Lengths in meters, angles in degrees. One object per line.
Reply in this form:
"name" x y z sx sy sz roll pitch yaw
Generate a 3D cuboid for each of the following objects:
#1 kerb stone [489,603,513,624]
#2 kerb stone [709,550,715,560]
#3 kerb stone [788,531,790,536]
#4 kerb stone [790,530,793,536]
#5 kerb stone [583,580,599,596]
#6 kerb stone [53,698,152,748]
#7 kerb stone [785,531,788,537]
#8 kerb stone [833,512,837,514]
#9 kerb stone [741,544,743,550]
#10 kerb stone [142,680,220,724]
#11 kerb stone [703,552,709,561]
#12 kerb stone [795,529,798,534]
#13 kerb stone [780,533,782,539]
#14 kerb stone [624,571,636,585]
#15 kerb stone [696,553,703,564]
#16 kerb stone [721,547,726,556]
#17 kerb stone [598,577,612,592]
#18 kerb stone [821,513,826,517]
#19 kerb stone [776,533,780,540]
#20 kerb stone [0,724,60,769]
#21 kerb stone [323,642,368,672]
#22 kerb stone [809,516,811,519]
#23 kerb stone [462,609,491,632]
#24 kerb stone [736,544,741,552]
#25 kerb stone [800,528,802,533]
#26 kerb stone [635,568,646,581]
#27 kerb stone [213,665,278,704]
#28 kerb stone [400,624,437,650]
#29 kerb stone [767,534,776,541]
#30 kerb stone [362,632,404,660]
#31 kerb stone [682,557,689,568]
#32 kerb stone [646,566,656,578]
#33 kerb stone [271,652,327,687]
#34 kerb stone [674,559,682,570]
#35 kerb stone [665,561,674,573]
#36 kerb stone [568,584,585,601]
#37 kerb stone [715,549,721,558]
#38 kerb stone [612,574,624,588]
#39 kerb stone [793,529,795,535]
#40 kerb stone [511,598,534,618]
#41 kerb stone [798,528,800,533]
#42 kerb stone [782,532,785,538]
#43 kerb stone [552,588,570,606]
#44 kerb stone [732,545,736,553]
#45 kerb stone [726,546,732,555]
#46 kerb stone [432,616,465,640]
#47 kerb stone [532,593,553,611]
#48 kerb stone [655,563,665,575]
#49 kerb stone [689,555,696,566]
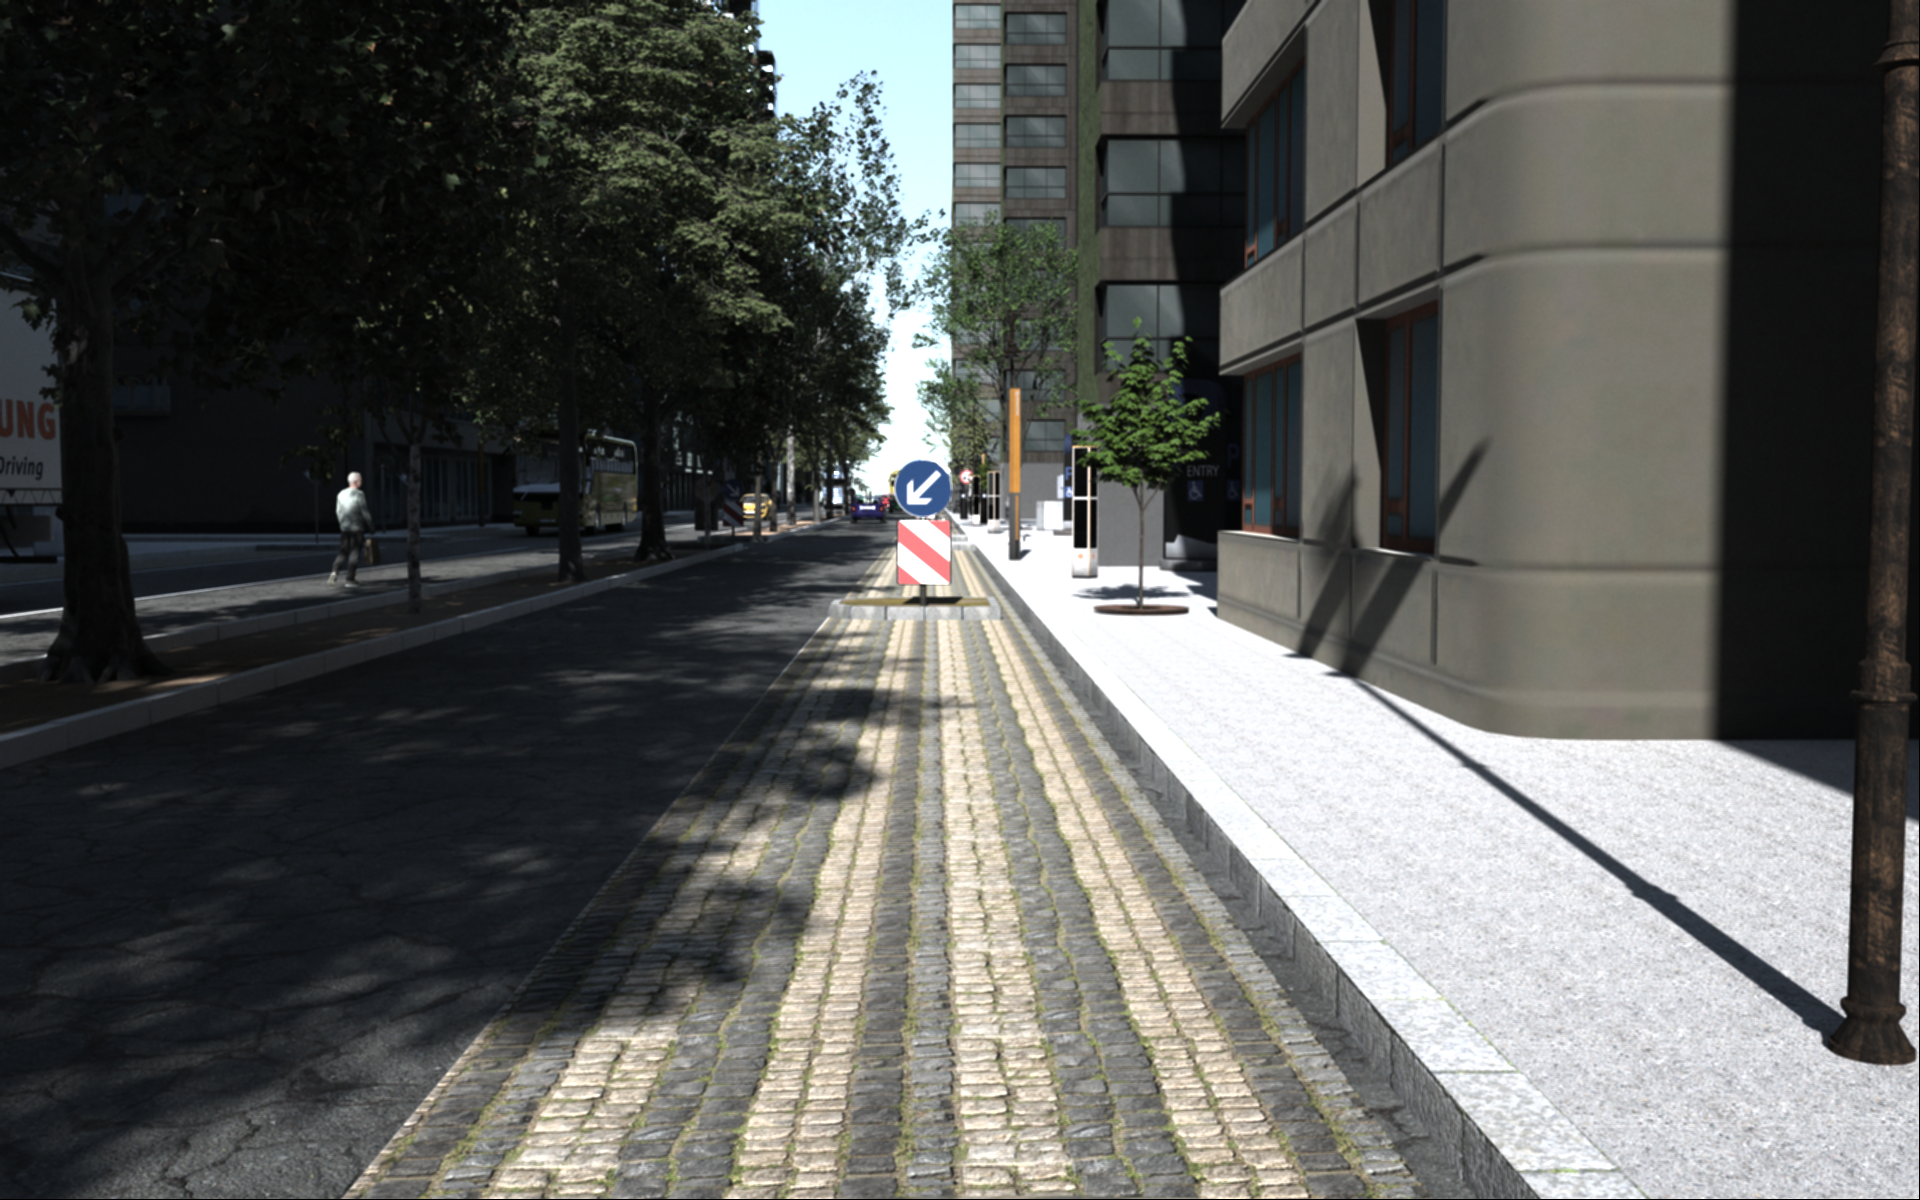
"kerb stone" -5.234 0.170 19.475 0.120 0.150 1.000 0 4 -1
"kerb stone" -5.532 -0.961 37.916 0.120 0.150 1.000 0 4 -1
"kerb stone" -5.864 -2.187 57.952 0.120 0.150 1.000 0 4 -1
"kerb stone" -5.876 -2.243 58.977 0.120 0.150 1.000 0 4 -1
"kerb stone" -5.313 -0.147 24.595 0.120 0.150 1.000 0 4 -1
"kerb stone" -5.083 0.731 10.242 0.120 0.150 1.000 0 4 -1
"kerb stone" -5.853 -2.121 56.929 0.120 0.150 1.000 0 4 -1
"kerb stone" -9.087 -6.384 126.566 0.120 0.150 1.000 0 4 -1
"kerb stone" -5.632 -1.338 44.065 0.120 0.150 1.000 0 4 -1
"kerb stone" -5.099 0.668 11.274 0.120 0.150 1.000 0 4 -1
"kerb stone" -5.523 -0.899 36.888 0.120 0.150 1.000 0 4 -1
"kerb stone" -5.912 -2.375 61.021 0.120 0.150 1.000 0 4 -1
"kerb stone" -5.809 -1.998 54.870 0.120 0.150 1.000 0 4 -1
"kerb stone" -5.366 -0.329 27.666 0.120 0.150 1.000 0 4 -1
"kerb stone" -5.499 -0.836 35.863 0.120 0.150 1.000 0 4 -1
"kerb stone" -5.571 -1.087 39.964 0.120 0.150 1.000 0 4 -1
"kerb stone" -5.343 -0.209 25.617 0.120 0.150 1.000 0 4 -1
"kerb stone" -8.873 -5.569 113.252 0.120 0.150 1.000 0 4 -1
"kerb stone" -5.793 -1.936 53.848 0.120 0.150 1.000 0 4 -1
"kerb stone" -5.061 0.799 9.220 0.120 0.150 1.000 0 4 -1
"kerb stone" -5.150 0.483 14.353 0.120 0.150 1.000 0 4 -1
"kerb stone" -8.597 -4.566 96.873 0.120 0.150 1.000 0 4 -1
"kerb stone" -5.210 0.230 18.446 0.120 0.150 1.000 0 4 -1
"kerb stone" -5.613 -1.275 43.043 0.120 0.150 1.000 0 4 -1
"kerb stone" -5.949 -2.500 63.066 0.120 0.150 1.000 0 4 -1
"kerb stone" -5.387 -0.397 28.691 0.120 0.150 1.000 0 4 -1
"kerb stone" -5.113 0.607 12.297 0.120 0.150 1.000 0 4 -1
"kerb stone" -5.185 0.359 16.398 0.120 0.150 1.000 0 4 -1
"kerb stone" -5.780 -1.873 52.825 0.120 0.150 1.000 0 4 -1
"kerb stone" -5.169 0.422 15.376 0.120 0.150 1.000 0 4 -1
"kerb stone" -5.467 -0.711 33.813 0.120 0.150 1.000 0 4 -1
"kerb stone" -5.403 -0.460 29.713 0.120 0.150 1.000 0 4 -1
"kerb stone" -5.131 0.543 13.325 0.120 0.150 1.000 0 4 -1
"kerb stone" -5.450 -0.644 32.791 0.120 0.150 1.000 0 4 -1
"kerb stone" -5.431 -0.583 31.761 0.120 0.150 1.000 0 4 -1
"kerb stone" -5.303 -0.078 23.570 0.120 0.150 1.000 0 4 -1
"kerb stone" -5.545 -1.024 38.942 0.120 0.150 1.000 0 4 -1
"kerb stone" -5.352 -0.272 26.639 0.120 0.150 1.000 0 4 -1
"kerb stone" -5.896 -2.312 59.999 0.120 0.150 1.000 0 4 -1
"kerb stone" -5.249 0.104 20.498 0.120 0.150 1.000 0 4 -1
"kerb stone" -5.929 -2.437 62.044 0.120 0.150 1.000 0 4 -1
"kerb stone" -5.827 -2.061 55.892 0.120 0.150 1.000 0 4 -1
"kerb stone" -5.280 -0.015 22.545 0.120 0.150 1.000 0 4 -1
"kerb stone" -5.607 -1.209 42.016 0.120 0.150 1.000 0 4 -1
"kerb stone" -5.583 -1.148 40.994 0.120 0.150 1.000 0 4 -1
"kerb stone" -5.201 0.298 17.424 0.120 0.150 1.000 0 4 -1
"kerb stone" -5.262 0.044 21.521 0.120 0.150 1.000 0 4 -1
"kerb stone" -5.417 -0.521 30.735 0.120 0.150 1.000 0 4 -1
"kerb stone" -5.486 -0.770 34.841 0.120 0.150 1.000 0 4 -1
